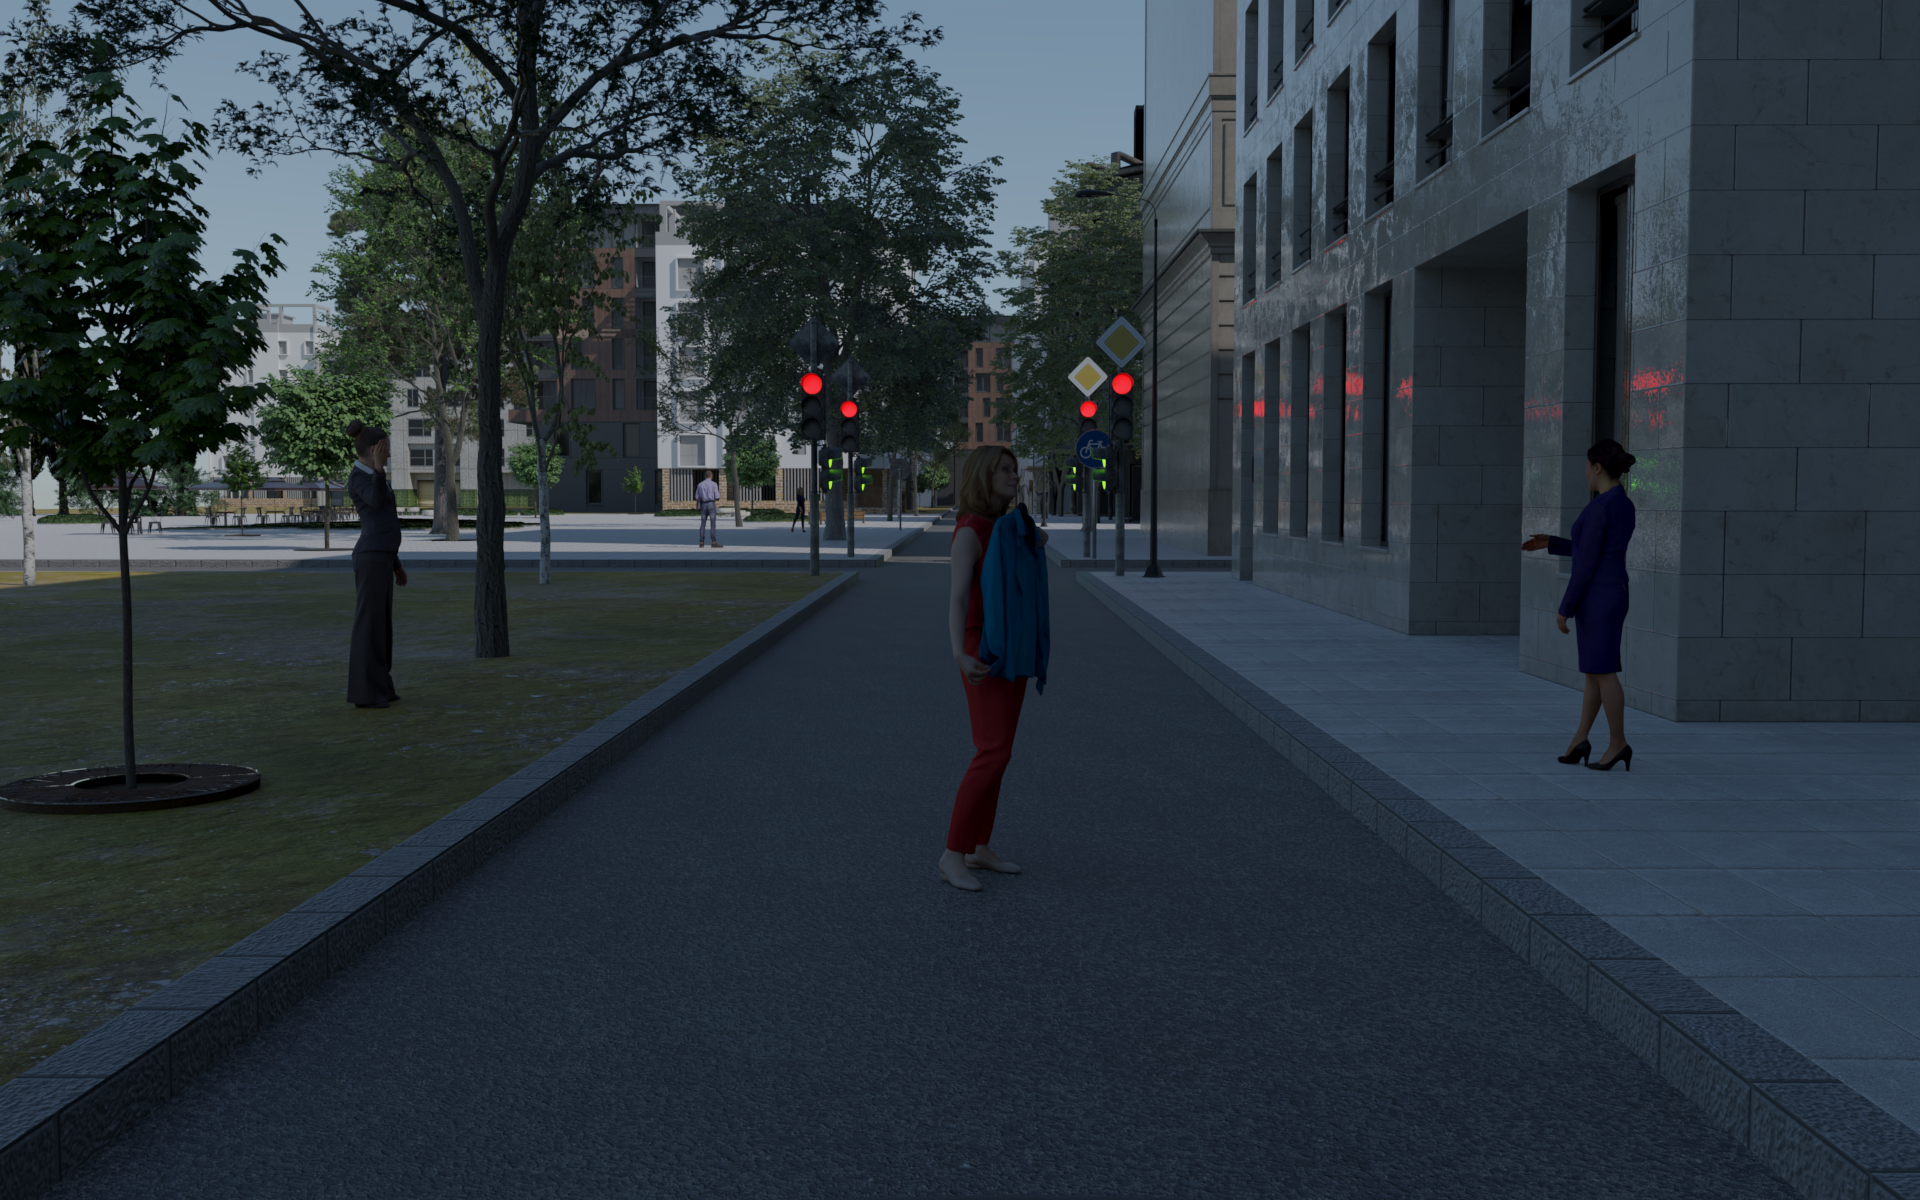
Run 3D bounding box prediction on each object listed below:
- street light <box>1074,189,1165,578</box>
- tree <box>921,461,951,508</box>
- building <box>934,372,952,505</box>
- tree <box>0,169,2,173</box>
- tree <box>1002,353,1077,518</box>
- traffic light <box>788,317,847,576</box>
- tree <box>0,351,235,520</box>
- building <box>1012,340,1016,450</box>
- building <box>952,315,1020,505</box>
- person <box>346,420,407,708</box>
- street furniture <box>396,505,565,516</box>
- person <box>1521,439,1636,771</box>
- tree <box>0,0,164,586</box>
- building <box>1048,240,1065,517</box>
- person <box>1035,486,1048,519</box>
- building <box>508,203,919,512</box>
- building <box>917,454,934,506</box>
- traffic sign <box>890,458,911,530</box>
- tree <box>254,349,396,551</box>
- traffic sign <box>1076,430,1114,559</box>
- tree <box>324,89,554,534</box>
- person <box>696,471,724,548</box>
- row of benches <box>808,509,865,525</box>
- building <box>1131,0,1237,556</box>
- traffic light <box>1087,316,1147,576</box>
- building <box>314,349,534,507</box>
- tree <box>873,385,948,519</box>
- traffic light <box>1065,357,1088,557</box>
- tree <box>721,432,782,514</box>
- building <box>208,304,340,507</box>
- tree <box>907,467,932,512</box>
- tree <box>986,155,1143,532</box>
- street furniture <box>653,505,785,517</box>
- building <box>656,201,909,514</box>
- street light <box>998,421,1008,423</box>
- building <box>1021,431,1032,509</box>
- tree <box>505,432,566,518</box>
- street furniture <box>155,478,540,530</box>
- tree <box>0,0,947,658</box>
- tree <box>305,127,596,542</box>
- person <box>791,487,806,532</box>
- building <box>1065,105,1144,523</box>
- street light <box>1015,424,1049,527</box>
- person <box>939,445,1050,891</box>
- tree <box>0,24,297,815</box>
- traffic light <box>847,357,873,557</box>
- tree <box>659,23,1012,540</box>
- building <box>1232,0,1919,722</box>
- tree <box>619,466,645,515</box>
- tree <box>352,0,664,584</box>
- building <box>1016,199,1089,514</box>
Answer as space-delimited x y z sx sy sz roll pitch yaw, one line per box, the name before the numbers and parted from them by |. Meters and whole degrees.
street light | 2.444 -3.303 26.543 1.470 5.913 1.316 0 4 0
tree | -2.413 -11.136 165.794 4.285 4.588 4.351 0 3 0
building | -16.869 -22.354 209.462 32.646 21.610 27.936 0 4 0
tree | -28.012 -7.291 44.958 9.928 11.665 9.643 0 3 0
tree | 4.204 -8.619 91.276 4.360 8.622 3.978 0 3 0
traffic light | -2.268 -2.318 27.144 0.839 4.213 0.868 0 4 0
tree | -51.339 -12.265 102.361 18.604 14.587 13.155 0 4 -1
building | 13.427 -19.051 167.899 16.016 20.091 11.380 0 4 0
building | 15.769 -22.290 208.410 32.646 21.610 27.936 0 4 0
person | -3.436 -0.216 10.380 0.445 1.727 0.742 -3 5 -39
street furniture | -28.757 -5.295 102.205 10.072 0.657 5.734 1 4 9
person | 2.886 0.017 8.128 0.546 1.535 0.453 2 4 25
tree | -13.281 -4.501 23.957 4.360 8.622 3.978 0 3 0
building | 13.558 -14.347 102.028 16.820 18.784 16.811 0 4 0
person | 4.243 -5.106 90.321 0.742 1.727 0.445 1 4 11
building | -17.901 -18.003 138.331 27.936 21.610 32.646 0 4 0
building | -16.683 -14.642 181.541 28.070 9.664 9.099 0 4 0
traffic sign | -2.118 -3.755 61.494 0.768 2.556 0.104 0 4 2
tree | -14.441 -3.401 39.326 4.285 4.588 4.351 0 3 0
traffic sign | 2.674 -2.095 34.356 0.768 2.556 0.104 0 4 6
tree | -16.424 -9.045 55.307 7.806 13.903 7.818 0 3 0
person | -5.962 -2.174 41.451 0.709 1.838 0.599 1 4 17
row of benches | -5.299 -3.580 73.999 1.422 0.672 4.104 2 4 24
building | 19.421 -12.785 42.315 30.059 22.955 16.112 0 4 0
traffic light | 2.493 -2.317 27.122 0.839 4.213 0.868 0 4 0
building | -47.337 -19.054 177.990 31.486 18.905 16.747 0 4 0
tree | -2.965 -8.476 88.950 4.360 8.622 3.978 0 3 0
traffic light | 2.557 -2.805 35.107 0.839 4.213 0.868 0 4 0
tree | -10.309 -6.222 85.442 4.285 4.588 4.351 0 3 0
building | -68.764 -19.711 178.689 11.380 20.091 16.016 0 4 0
tree | -2.930 -7.943 124.476 1.663 3.219 1.824 0 3 0
tree | 4.753 -8.590 58.567 7.486 12.596 7.792 0 3 0
street furniture | -13.713 -5.184 100.376 5.734 0.657 10.072 1 4 20
building | -11.383 -15.898 116.352 16.016 20.091 11.380 0 4 0
street light | 3.032 -8.416 110.135 1.470 5.913 1.316 0 4 0
building | 10.020 -12.624 148.557 9.099 9.664 28.070 0 4 0
tree | -22.603 -6.644 92.343 4.285 4.588 4.351 0 3 0
street furniture | -24.371 -4.265 74.756 14.083 1.986 27.439 0 4 -7
tree | -3.823 -4.810 13.057 8.767 10.594 7.601 1 4 16
tree | -13.776 -7.417 47.024 9.928 11.665 9.643 0 3 0
person | -5.442 -3.044 58.358 0.613 1.512 0.480 1 4 16
building | 13.817 -12.962 79.383 16.820 18.784 16.811 0 4 0
street light | 2.742 -5.809 67.517 1.470 5.913 1.316 0 4 0
person | 0.140 0.227 6.496 0.593 1.614 0.444 -3 4 -39
tree | -3.668 -0.774 7.259 1.663 3.219 1.824 0 3 0
traffic light | -2.204 -2.806 35.129 0.839 4.213 0.868 0 4 0
tree | -3.388 -8.640 47.926 9.857 13.997 8.962 0 3 0
building | 9.280 -9.951 17.446 10.420 20.320 16.860 0 4 0
tree | -20.319 -6.982 108.756 1.663 3.219 1.824 0 3 0
tree | -6.042 -4.526 24.367 4.737 8.622 4.395 0 3 0
building | 12.139 -15.933 116.918 16.016 20.091 11.380 0 4 0
